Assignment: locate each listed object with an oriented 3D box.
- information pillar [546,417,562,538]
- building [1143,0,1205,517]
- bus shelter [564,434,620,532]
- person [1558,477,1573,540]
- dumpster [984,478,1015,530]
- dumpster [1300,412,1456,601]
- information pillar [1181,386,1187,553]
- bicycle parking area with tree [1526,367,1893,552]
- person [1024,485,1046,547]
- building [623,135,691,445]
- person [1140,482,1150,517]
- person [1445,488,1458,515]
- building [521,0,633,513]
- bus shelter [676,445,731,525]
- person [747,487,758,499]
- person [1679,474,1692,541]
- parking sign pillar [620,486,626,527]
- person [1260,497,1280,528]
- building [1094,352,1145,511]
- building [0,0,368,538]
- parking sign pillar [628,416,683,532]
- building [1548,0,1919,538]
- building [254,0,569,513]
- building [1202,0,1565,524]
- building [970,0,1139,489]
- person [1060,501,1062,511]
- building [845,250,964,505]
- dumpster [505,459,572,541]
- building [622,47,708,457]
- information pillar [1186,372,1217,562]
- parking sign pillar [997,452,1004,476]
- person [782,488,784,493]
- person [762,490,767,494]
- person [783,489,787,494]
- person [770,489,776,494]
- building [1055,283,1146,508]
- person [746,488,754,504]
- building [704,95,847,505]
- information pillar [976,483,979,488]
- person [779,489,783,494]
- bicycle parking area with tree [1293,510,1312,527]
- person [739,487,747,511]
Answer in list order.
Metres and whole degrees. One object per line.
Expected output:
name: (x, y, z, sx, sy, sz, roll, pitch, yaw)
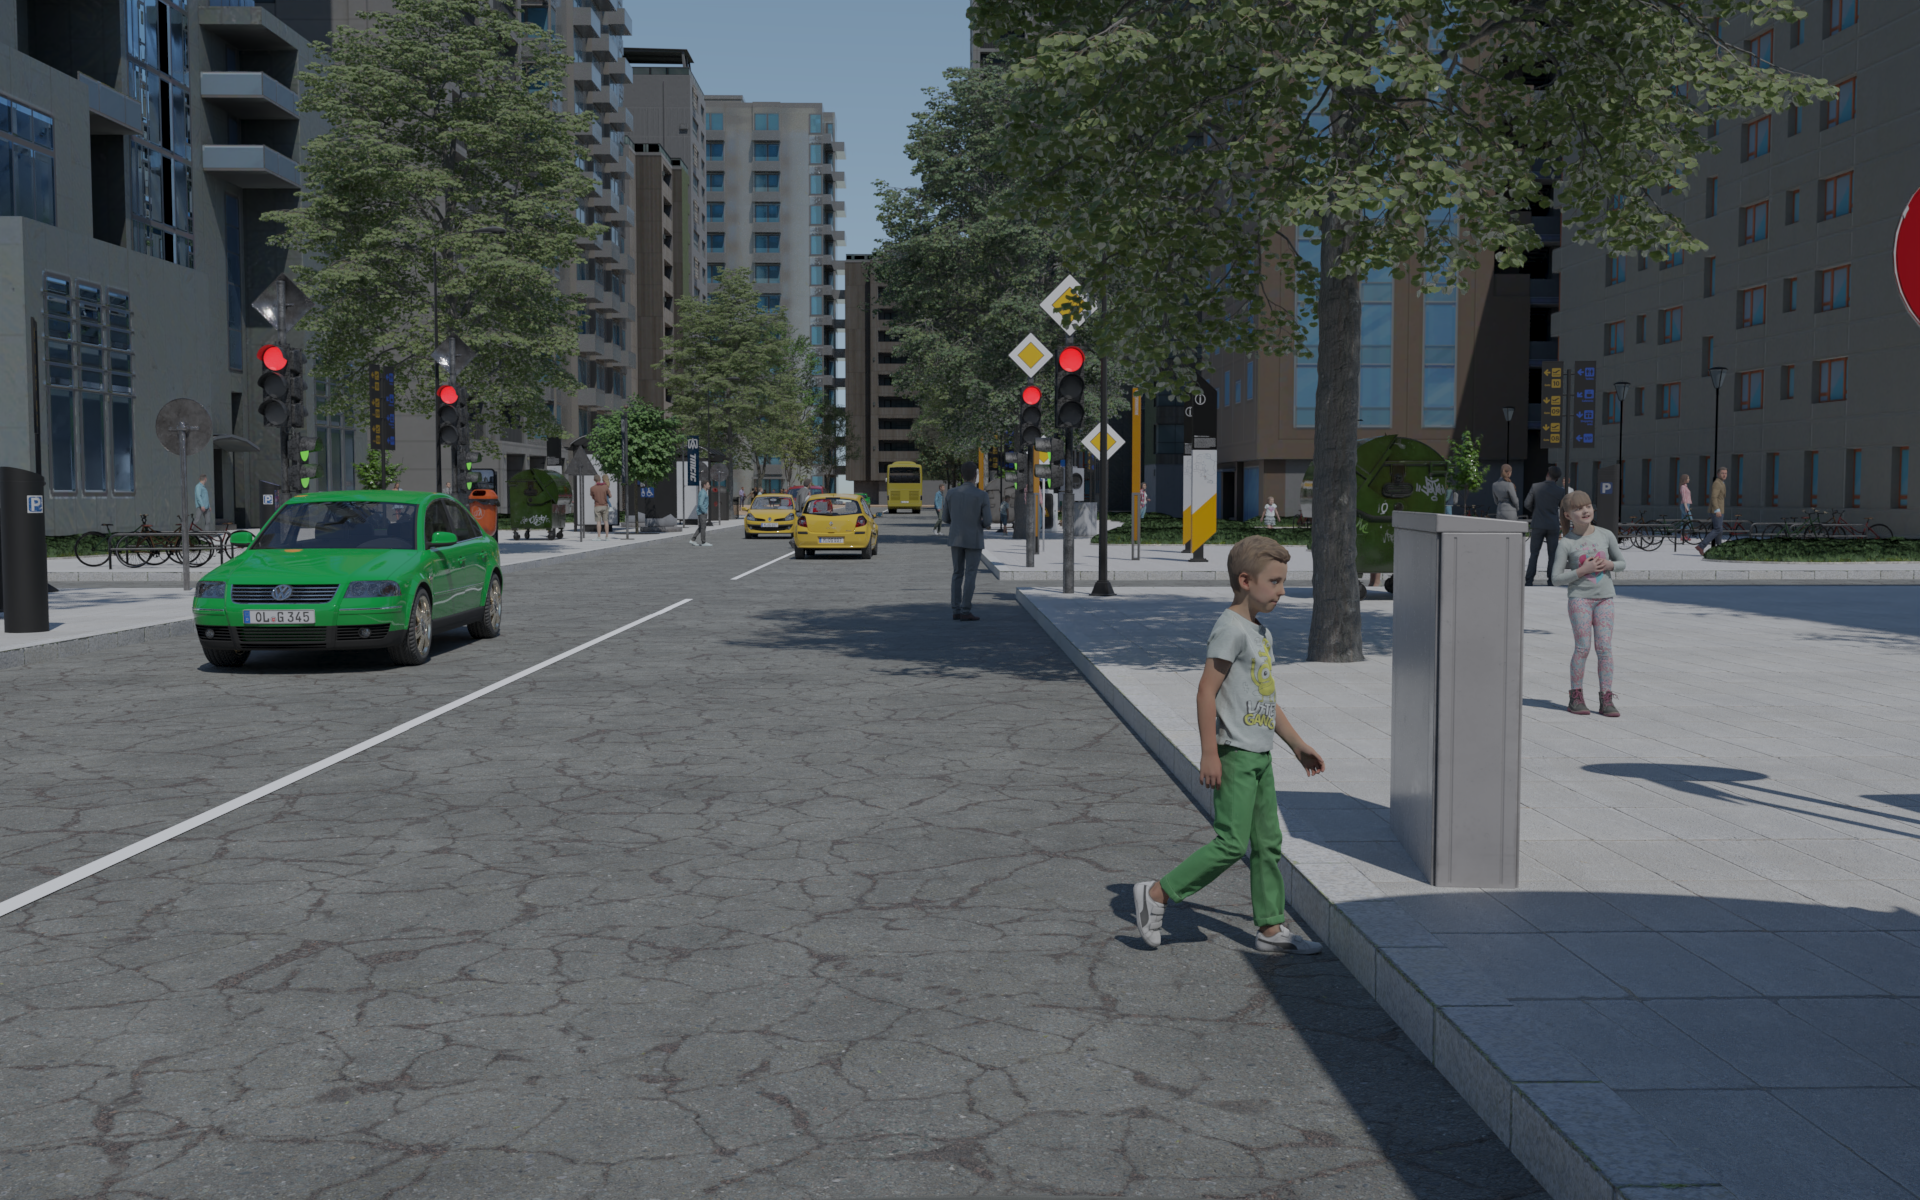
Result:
information pillar: (-11.954, -3.648, 50.993, 0.504, 3.616, 0.183, 2, 4, 25)
building: (17.322, -19.994, 98.605, 14.160, 30.474, 14.107, 0, 4, -1)
bus shelter: (-12.365, -4.104, 61.030, 2.014, 3.302, 5.546, 0, 4, -1)
person: (16.676, -2.519, 47.801, 0.480, 1.755, 0.524, 1, 4, 15)
dumpster: (1.512, -3.451, 62.186, 1.264, 1.857, 1.865, 0, 4, -1)
dumpster: (5.165, -1.161, 21.476, 1.502, 2.255, 1.985, 0, 4, -1)
information pillar: (5.060, -2.820, 37.459, 0.504, 3.616, 0.183, 1, 4, 21)
bicycle parking area with tree: (16.870, -3.355, 41.850, 9.016, 4.147, 8.231, 1, 4, 11)
person: (1.823, -2.192, 41.885, 0.555, 1.821, 0.388, 2, 4, 26)
building: (-30.079, -22.672, 142.389, 14.160, 30.474, 14.107, 0, 4, -1)
person: (6.878, -3.601, 65.756, 0.643, 1.720, 0.563, 2, 4, 29)
person: (17.856, -3.483, 63.341, 0.721, 1.781, 0.623, 0, 4, 5)
building: (-34.989, -30.573, 119.472, 23.786, 49.044, 30.456, 0, 4, -1)
bus shelter: (-11.075, -4.881, 73.736, 2.014, 3.302, 5.546, 0, 4, -1)
person: (-14.925, -7.372, 126.596, 1.348, 1.822, 0.705, 1, 4, 21)
person: (19.718, -2.508, 47.055, 0.388, 1.821, 0.555, 1, 4, 12)
parking sign pillar: (-12.405, -4.797, 66.902, 1.447, 3.967, 1.447, 2, 4, 24)
person: (8.281, -2.150, 46.214, 0.505, 1.210, 0.382, -1, 4, -20)
building: (22.506, -49.629, 124.100, 22.319, 86.520, 31.000, 0, 4, -1)
building: (-33.197, -45.288, 53.138, 22.319, 86.520, 31.000, 0, 4, -1)
parking sign pillar: (-10.170, -4.303, 58.834, 1.447, 3.967, 1.447, 2, 4, 25)
building: (38.148, -12.837, 54.925, 28.899, 21.520, 27.650, 0, 4, -1)
building: (-31.385, -39.703, 87.395, 20.563, 71.187, 20.611, 0, 4, -1)
building: (18.764, -26.052, 76.065, 14.600, 45.320, 14.200, 0, 4, -1)
building: (11.633, -47.140, 208.992, 20.611, 71.187, 20.563, 0, 4, -1)
person: (6.218, -6.060, 105.373, 0.529, 1.795, 0.600, -2, 4, -35)
building: (-6.635, -26.599, 206.597, 14.107, 30.474, 14.160, 0, 4, -1)
dumpster: (-11.762, -2.805, 48.348, 1.502, 2.255, 1.985, 0, 4, -1)
building: (-31.046, -29.257, 161.945, 14.086, 41.232, 14.154, 0, 4, -1)
information pillar: (4.576, -2.521, 32.580, 0.504, 3.616, 0.183, -1, 4, -10)
parking sign pillar: (2.675, -7.096, 104.485, 1.447, 3.967, 1.447, 3, 4, 37)
person: (-17.084, -9.889, 167.747, 1.348, 1.821, 0.705, 3, 5, 43)
person: (-19.261, -9.994, 170.267, 1.217, 1.723, 0.721, -3, 5, -44)
person: (-14.423, -8.345, 143.410, 0.541, 1.710, 0.530, 2, 4, 30)
person: (-17.674, -9.612, 163.641, 0.683, 1.767, 0.568, 1, 4, 8)
building: (23.432, -19.069, 156.818, 27.650, 21.520, 28.899, 0, 4, -1)
person: (-18.826, -9.269, 157.594, 1.348, 1.823, 0.705, 0, 4, 3)
building: (-29.022, -36.152, 210.698, 30.456, 49.044, 23.786, 0, 4, -1)
information pillar: (1.118, -6.019, 102.905, 0.304, 2.012, 0.304, 1, 4, 19)
person: (-16.965, -9.706, 165.262, 1.217, 1.766, 0.721, -3, 4, -37)
bicycle parking area with tree: (15.777, -4.352, 58.152, 8.231, 4.147, 9.016, 3, 5, 41)
person: (-16.563, -7.741, 132.469, 0.599, 1.838, 0.709, 2, 4, 28)
